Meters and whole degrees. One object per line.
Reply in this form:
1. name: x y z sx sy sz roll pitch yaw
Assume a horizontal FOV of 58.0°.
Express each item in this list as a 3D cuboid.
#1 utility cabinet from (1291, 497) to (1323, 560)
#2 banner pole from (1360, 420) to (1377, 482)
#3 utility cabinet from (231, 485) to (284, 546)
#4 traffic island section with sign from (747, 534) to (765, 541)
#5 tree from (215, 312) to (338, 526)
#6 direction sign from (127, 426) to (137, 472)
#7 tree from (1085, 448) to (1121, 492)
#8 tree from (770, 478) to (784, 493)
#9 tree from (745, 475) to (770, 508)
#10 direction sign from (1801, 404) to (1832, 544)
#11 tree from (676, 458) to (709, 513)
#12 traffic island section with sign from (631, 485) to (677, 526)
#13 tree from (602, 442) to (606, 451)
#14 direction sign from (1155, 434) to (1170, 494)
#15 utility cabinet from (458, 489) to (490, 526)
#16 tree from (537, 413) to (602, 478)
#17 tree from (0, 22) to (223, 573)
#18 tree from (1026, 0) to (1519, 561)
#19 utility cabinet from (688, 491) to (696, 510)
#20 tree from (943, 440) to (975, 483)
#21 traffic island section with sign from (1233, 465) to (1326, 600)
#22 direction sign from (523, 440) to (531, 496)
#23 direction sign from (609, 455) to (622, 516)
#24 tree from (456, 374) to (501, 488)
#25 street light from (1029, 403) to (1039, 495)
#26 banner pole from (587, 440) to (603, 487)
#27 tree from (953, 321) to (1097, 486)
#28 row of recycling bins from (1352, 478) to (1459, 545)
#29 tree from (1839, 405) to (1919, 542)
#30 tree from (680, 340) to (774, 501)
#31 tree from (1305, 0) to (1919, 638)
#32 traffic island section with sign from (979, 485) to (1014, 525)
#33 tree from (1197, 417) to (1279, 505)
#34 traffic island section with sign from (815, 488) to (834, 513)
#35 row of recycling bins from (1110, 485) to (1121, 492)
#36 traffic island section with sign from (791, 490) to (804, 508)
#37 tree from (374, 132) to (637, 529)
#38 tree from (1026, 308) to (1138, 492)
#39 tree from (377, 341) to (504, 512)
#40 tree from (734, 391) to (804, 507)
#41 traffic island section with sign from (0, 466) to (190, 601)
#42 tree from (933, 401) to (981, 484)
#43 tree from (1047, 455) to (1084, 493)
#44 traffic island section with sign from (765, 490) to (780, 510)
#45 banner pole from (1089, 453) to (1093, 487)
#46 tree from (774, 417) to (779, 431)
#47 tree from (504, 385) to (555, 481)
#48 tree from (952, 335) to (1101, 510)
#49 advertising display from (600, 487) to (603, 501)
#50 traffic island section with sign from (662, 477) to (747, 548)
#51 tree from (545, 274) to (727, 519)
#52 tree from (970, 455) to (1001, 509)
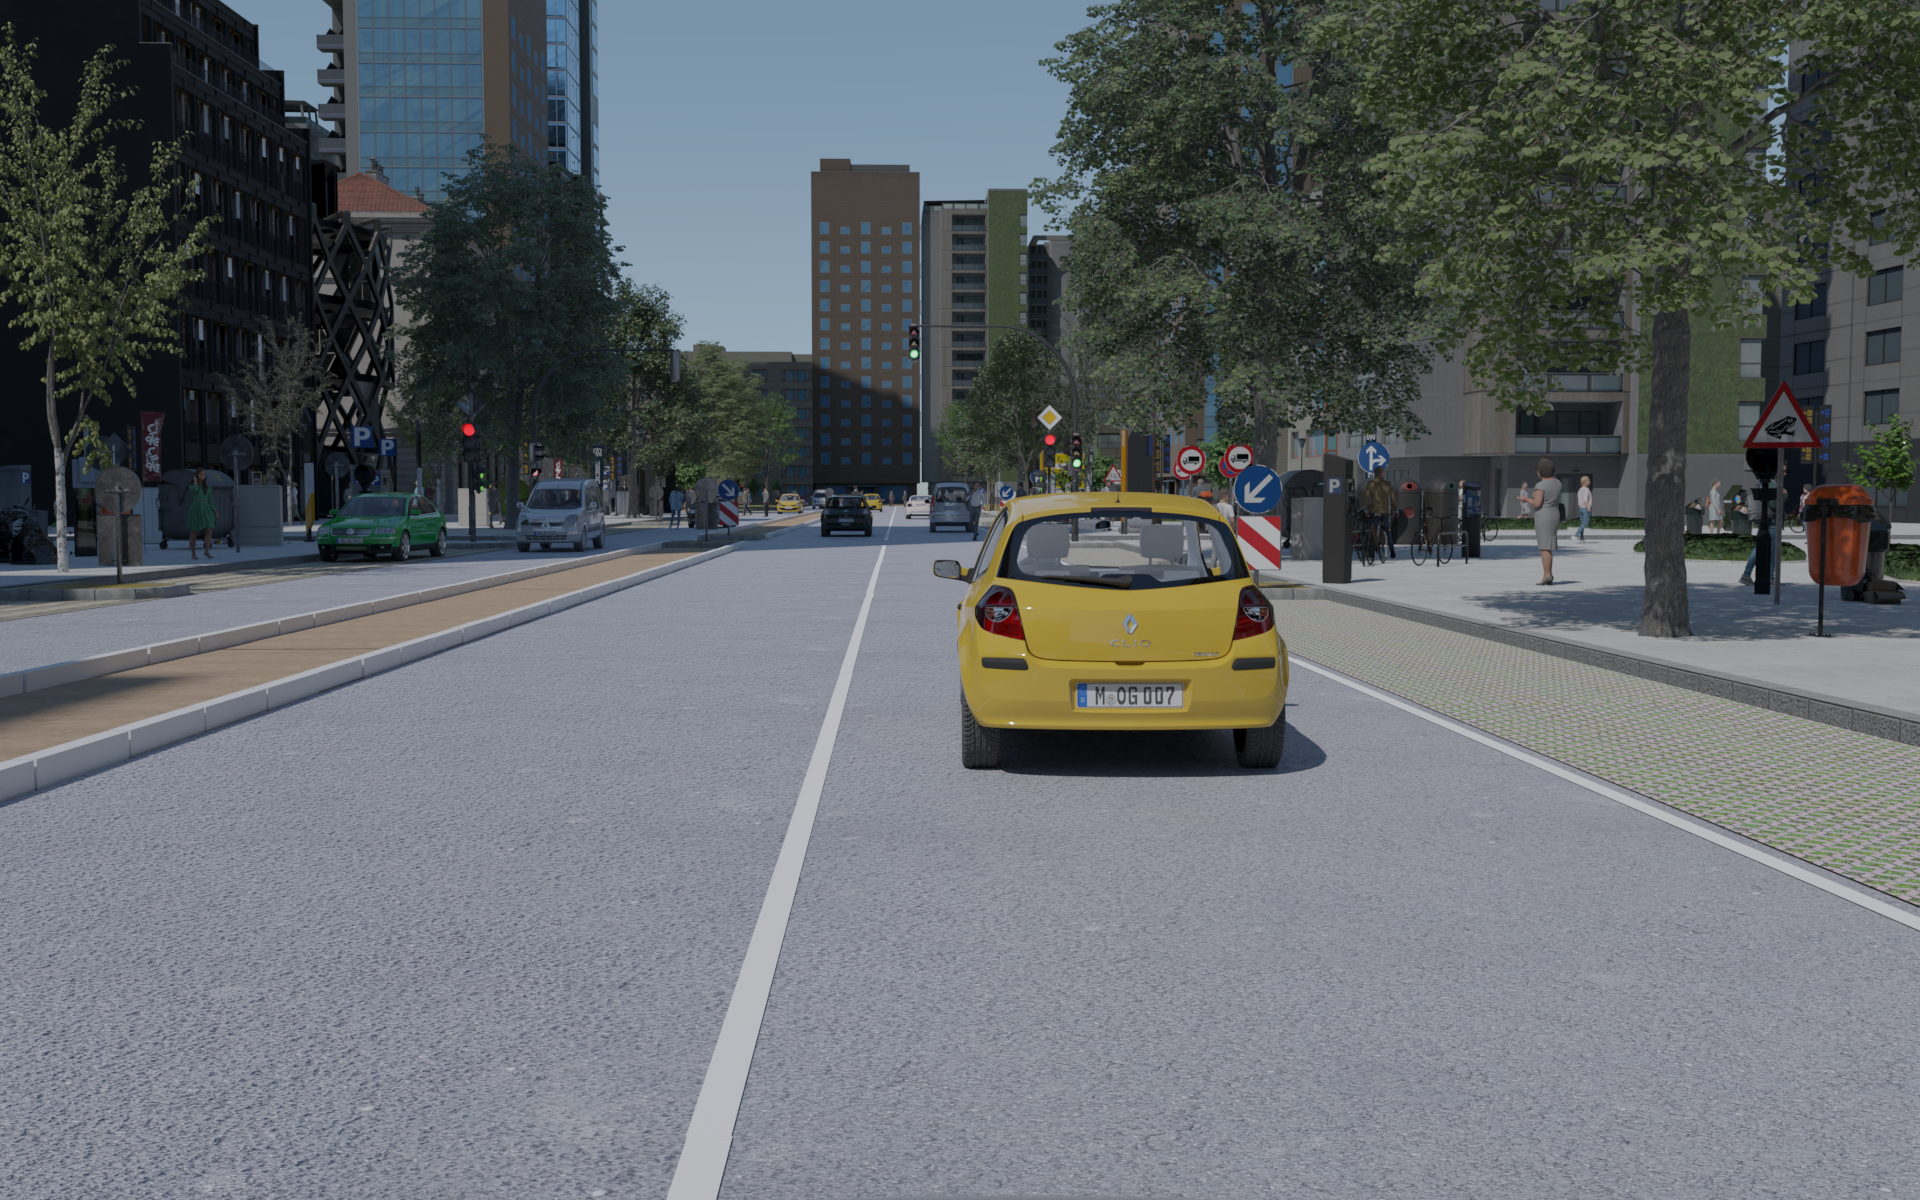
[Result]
1. utility cabinet: 6.868 -1.389 33.880 1.020 1.237 0.306 -3 5 -45
2. banner pole: 12.928 -3.976 55.023 0.401 3.779 0.863 -2 4 -31
3. utility cabinet: -17.280 -2.072 42.557 1.173 1.500 0.318 0 4 -8
4. traffic island section with sign: -7.159 -2.811 54.097 2.006 1.907 1.989 0 4 -2
5. tree: -27.157 -7.275 69.308 4.360 8.622 3.978 0 3 0
6. direction sign: -27.642 -4.029 57.867 0.379 3.537 0.876 -1 4 -10
7. tree: 9.989 -8.605 124.399 4.285 4.588 4.351 0 3 0
8. tree: -21.743 -12.916 205.778 1.663 3.219 1.824 0 3 0
9. tree: -19.235 -10.275 162.598 1.663 3.219 1.824 0 3 0
10. direction sign: 21.818 -3.193 44.204 0.379 3.537 0.876 -1 4 -22
11. tree: -18.740 -8.218 118.072 4.285 4.588 4.351 0 3 0
12. traffic island section with sign: -13.824 -4.294 78.828 1.989 1.847 2.006 0 4 -2
13. tree: -25.237 -10.143 116.205 4.360 8.622 3.978 0 3 0
14. direction sign: 7.620 -4.497 65.519 0.876 3.537 0.379 -3 4 -37
15. utility cabinet: -19.427 -3.702 69.213 1.173 1.500 0.318 0 4 7
16. tree: -25.069 -9.722 109.323 4.360 8.622 3.978 0 3 0
17. tree: -14.453 -4.758 28.162 4.737 8.622 4.395 0 3 0
18. tree: 5.929 -7.739 33.187 9.857 13.997 8.962 0 3 0
19. utility cabinet: -17.745 -6.472 114.502 0.318 1.500 1.173 1 4 9
20. tree: 0.059 -15.358 201.463 4.360 8.622 3.978 0 3 0
21. traffic island section with sign: 3.897 -0.952 24.199 1.989 1.847 2.006 0 4 -2
22. direction sign: -17.823 -4.881 71.805 0.876 3.537 0.379 3 4 37
23. direction sign: -20.152 -6.693 101.431 0.876 3.537 0.379 2 4 24
24. tree: -26.009 -8.747 93.383 4.360 8.622 3.978 0 3 0
25. street light: 3.719 -6.979 86.887 0.468 5.910 1.993 0 4 -2
26. banner pole: -16.540 -5.402 78.335 0.863 3.779 0.401 -1 4 -20
27. tree: 4.111 -12.112 115.032 9.611 12.733 9.660 0 3 0
28. row of recycling bins: 10.846 -2.249 43.885 3.534 1.692 1.069 0 4 -6
29. tree: 20.312 -2.631 37.619 1.663 3.219 1.824 0 3 0
30. tree: -18.332 -12.846 128.156 7.486 12.596 7.792 0 3 0
31. tree: 6.483 -5.918 14.882 7.486 12.596 7.792 0 3 0
32. traffic island section with sign: 1.984 -4.327 79.368 1.989 1.847 2.006 0 4 -2
33. tree: 11.248 -5.281 70.052 4.285 4.588 4.351 0 3 0
34. traffic island section with sign: -9.786 -7.404 129.190 2.006 1.907 1.989 0 4 -2
35. row of recycling bins: 7.622 -4.642 83.005 1.069 1.692 3.534 1 4 13
36. traffic island section with sign: -17.456 -10.663 182.965 1.989 1.847 2.006 0 4 -2
37. tree: -16.247 -9.559 62.944 9.857 13.997 8.962 0 3 0
38. tree: 4.706 -7.110 66.608 4.360 8.622 3.978 0 3 0
39. tree: -25.151 -8.076 82.400 4.737 8.622 4.395 0 3 0
40. tree: -19.661 -15.251 175.110 9.928 11.665 9.643 0 3 0
41. traffic island section with sign: -11.916 -0.945 24.072 1.989 1.847 2.006 0 4 -2
42. tree: 0.764 -15.481 178.872 9.928 11.665 9.643 0 3 0
43. tree: 4.775 -4.896 74.648 1.663 3.219 1.824 0 3 0
44. traffic island section with sign: -16.512 -9.010 155.937 1.989 1.847 2.006 0 4 -2
45. banner pole: 6.952 -6.270 92.527 0.401 3.779 0.863 -1 4 -13
46. tree: -19.085 -13.887 145.187 7.486 12.596 7.792 0 3 0
47. tree: -29.661 -10.366 119.853 4.737 8.622 4.395 0 3 0
48. tree: 4.002 -10.181 100.879 8.767 10.594 7.601 0 4 -2
49. advertising display: -21.174 -5.938 102.303 0.123 1.923 0.974 0 4 -7
50. traffic island section with sign: -6.910 -2.358 46.694 2.006 1.907 1.989 0 4 -2
51. tree: -17.042 -10.617 90.591 9.611 12.733 9.660 0 3 0
52. tree: 2.493 -12.335 152.042 4.737 8.622 4.395 0 3 0
